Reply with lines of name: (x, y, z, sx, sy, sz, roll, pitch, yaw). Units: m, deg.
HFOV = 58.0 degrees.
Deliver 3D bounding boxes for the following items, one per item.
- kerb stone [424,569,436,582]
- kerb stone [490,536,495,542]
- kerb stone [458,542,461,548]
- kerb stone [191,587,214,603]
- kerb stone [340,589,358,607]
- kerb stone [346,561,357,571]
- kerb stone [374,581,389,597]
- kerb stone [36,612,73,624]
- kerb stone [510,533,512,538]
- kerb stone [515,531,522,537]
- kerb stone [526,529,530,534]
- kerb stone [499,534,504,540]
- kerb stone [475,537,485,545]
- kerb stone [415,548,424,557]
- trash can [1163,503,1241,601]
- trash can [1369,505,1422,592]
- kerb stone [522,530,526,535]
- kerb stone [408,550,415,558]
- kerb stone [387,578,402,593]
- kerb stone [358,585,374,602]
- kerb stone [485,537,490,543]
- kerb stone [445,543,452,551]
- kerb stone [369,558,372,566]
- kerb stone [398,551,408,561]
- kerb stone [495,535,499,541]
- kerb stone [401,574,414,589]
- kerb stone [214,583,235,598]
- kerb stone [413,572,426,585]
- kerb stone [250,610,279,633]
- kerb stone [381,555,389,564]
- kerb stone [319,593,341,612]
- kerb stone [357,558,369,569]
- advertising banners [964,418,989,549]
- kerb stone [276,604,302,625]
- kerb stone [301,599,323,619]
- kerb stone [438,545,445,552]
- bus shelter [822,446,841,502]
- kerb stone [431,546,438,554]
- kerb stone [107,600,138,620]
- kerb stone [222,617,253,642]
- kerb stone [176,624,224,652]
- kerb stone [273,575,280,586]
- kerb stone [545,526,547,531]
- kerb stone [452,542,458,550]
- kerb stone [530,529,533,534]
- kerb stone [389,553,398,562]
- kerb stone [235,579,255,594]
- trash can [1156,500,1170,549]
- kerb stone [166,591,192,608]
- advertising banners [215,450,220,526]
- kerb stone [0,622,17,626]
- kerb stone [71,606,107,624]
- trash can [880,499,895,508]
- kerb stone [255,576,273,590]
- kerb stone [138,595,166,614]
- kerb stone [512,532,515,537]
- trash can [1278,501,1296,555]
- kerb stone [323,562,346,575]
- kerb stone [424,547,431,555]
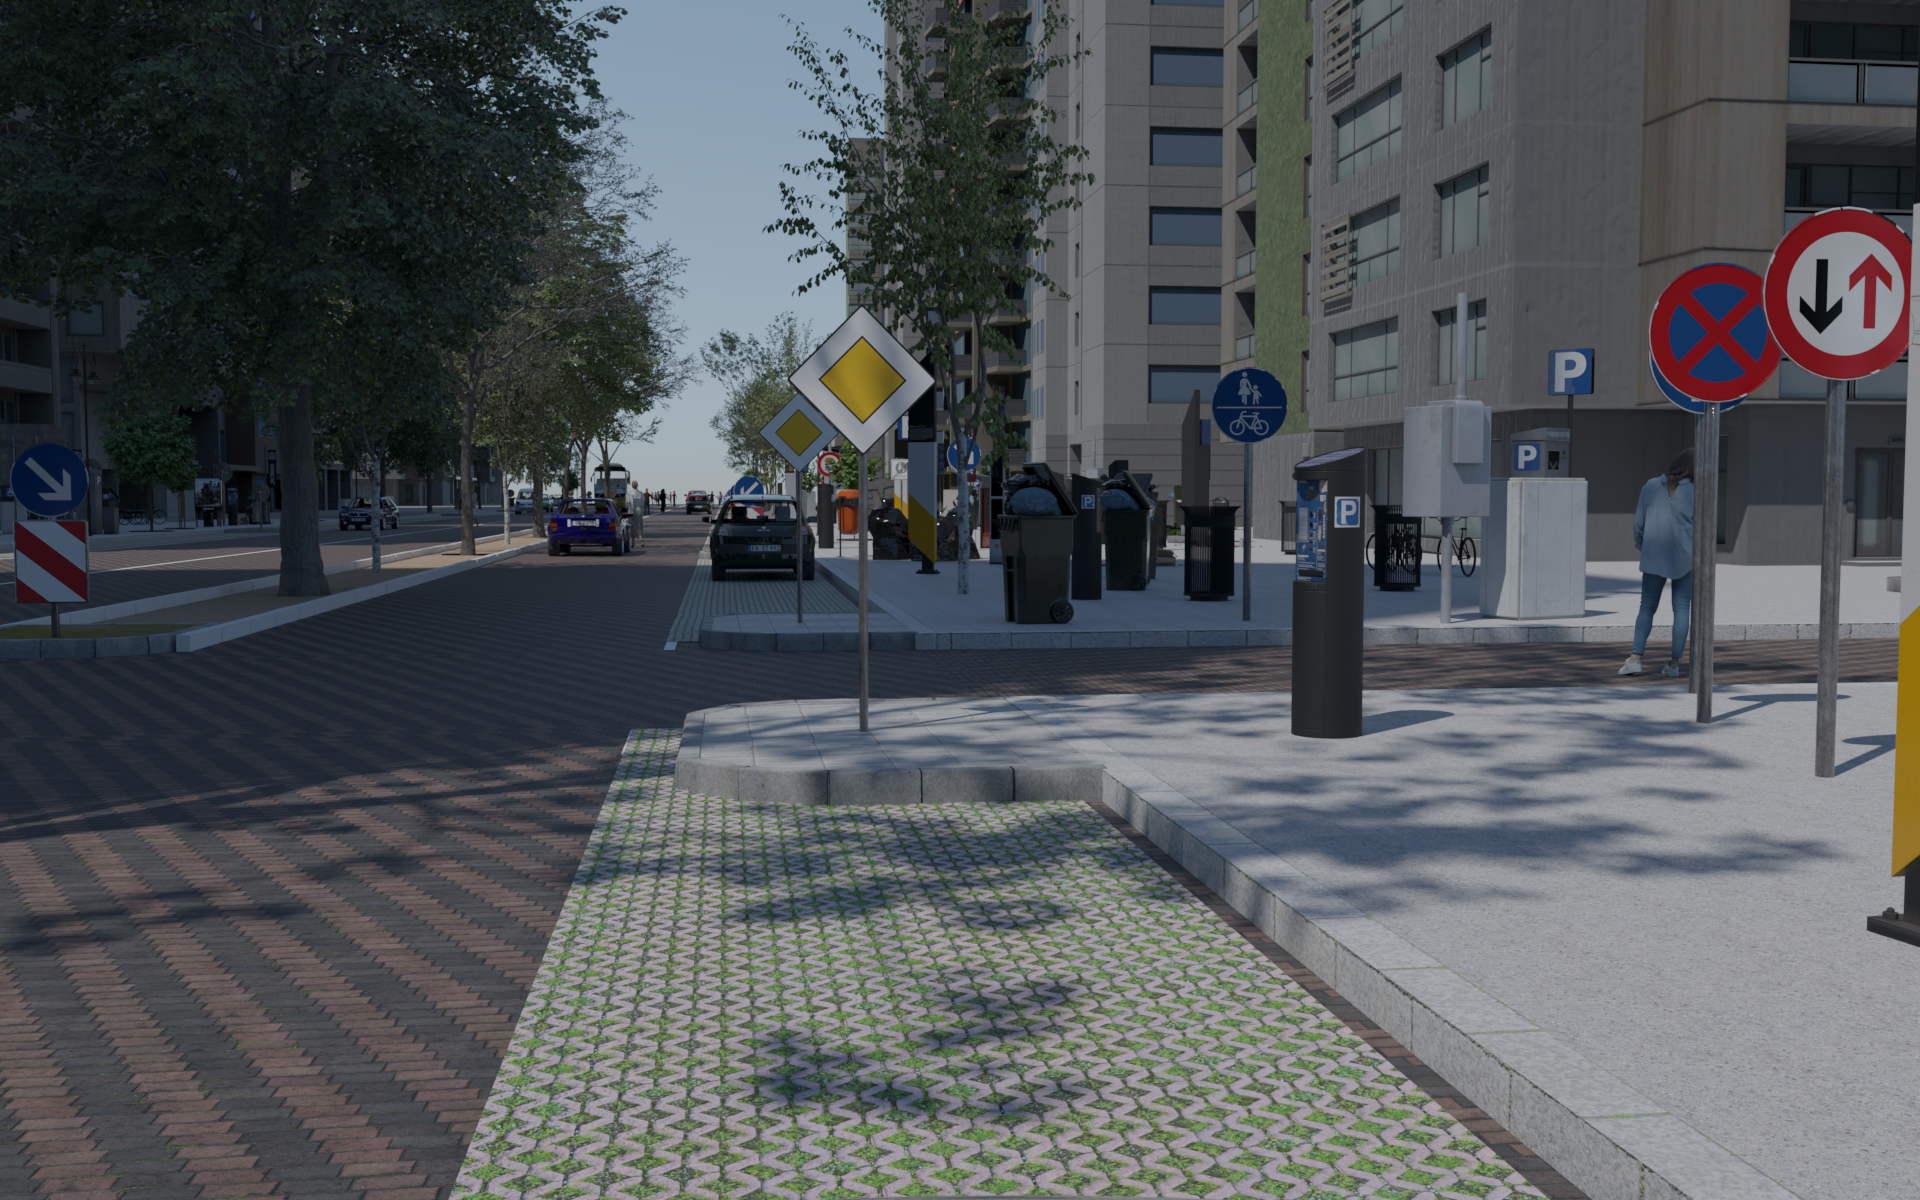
kerb stone: (-8.788, -0.382, 28.440, 0.120, 0.150, 1.000, 0, 4, -8)
kerb stone: (-14.044, -1.793, 51.514, 0.120, 0.150, 1.000, 0, 4, -8)
kerb stone: (-13.206, -1.420, 45.408, 0.120, 0.150, 1.000, 0, 4, -8)
kerb stone: (-10.176, -0.052, 23.072, 0.120, 0.150, 1.000, 0, 4, -8)
kerb stone: (-7.960, -0.008, 22.333, 0.120, 0.150, 1.000, 0, 4, -8)
kerb stone: (-11.423, -0.612, 32.206, 0.120, 0.150, 1.000, 0, 4, -8)
kerb stone: (-8.233, -0.128, 24.374, 0.120, 0.150, 1.000, 0, 4, -8)
kerb stone: (-9.496, 0.260, 17.988, 0.120, 0.150, 1.000, 0, 4, -8)
kerb stone: (-14.591, -2.041, 55.570, 0.120, 0.150, 1.000, 0, 4, -8)
kerb stone: (-15.014, -2.228, 58.620, 0.120, 0.150, 1.000, 0, 4, -8)
kerb stone: (-15.279, -2.352, 60.651, 0.120, 0.150, 1.000, 0, 4, -8)
kerb stone: (-14.314, -1.914, 53.540, 0.120, 0.150, 1.000, 0, 4, -8)
kerb stone: (-13.760, -1.669, 49.477, 0.120, 0.150, 1.000, 0, 4, -8)
kerb stone: (-12.381, -1.042, 39.317, 0.120, 0.150, 1.000, 0, 4, -8)
trash can: (3.007, -0.564, 20.881, 0.748, 1.137, 0.748, 0, 3, 0)
trash can: (5.801, -0.691, 22.951, 0.748, 1.137, 0.748, 0, 3, 0)
kerb stone: (-15.144, -2.285, 59.638, 0.120, 0.150, 1.000, 0, 4, -8)
kerb stone: (-12.251, -0.985, 38.303, 0.120, 0.150, 1.000, 0, 4, -8)
kerb stone: (-8.366, -0.195, 25.387, 0.120, 0.150, 1.000, 0, 4, -8)
kerb stone: (-8.096, -0.071, 23.361, 0.120, 0.150, 1.000, 0, 4, -8)
kerb stone: (-13.898, -1.731, 50.489, 0.120, 0.150, 1.000, 0, 4, -8)
kerb stone: (-12.934, -1.293, 43.373, 0.120, 0.150, 1.000, 0, 4, -8)
kerb stone: (-11.701, -0.733, 34.236, 0.120, 0.150, 1.000, 0, 4, -8)
kerb stone: (-12.098, -0.923, 37.281, 0.120, 0.150, 1.000, 0, 4, -8)
kerb stone: (-14.180, -1.855, 52.527, 0.120, 0.150, 1.000, 0, 4, -8)
kerb stone: (-8.507, -0.257, 26.400, 0.120, 0.150, 1.000, 0, 4, -8)
kerb stone: (-10.322, -0.108, 24.084, 0.120, 0.150, 1.000, 0, 4, -8)
kerb stone: (-8.649, -0.319, 27.421, 0.120, 0.150, 1.000, 0, 4, -8)
kerb stone: (-7.406, 0.243, 18.274, 0.120, 0.150, 1.000, 0, 4, -8)
kerb stone: (-11.833, -0.798, 35.249, 0.120, 0.150, 1.000, 0, 4, -8)
kerb stone: (-7.819, 0.055, 21.320, 0.120, 0.150, 1.000, 0, 4, -8)
kerb stone: (-11.549, -0.674, 33.222, 0.120, 0.150, 1.000, 0, 4, -8)
advertising banners: (0.628, -2.729, 40.812, 0.090, 3.025, 2.074, 2, 4, 31)
kerb stone: (-7.545, 0.178, 19.286, 0.120, 0.150, 1.000, 0, 4, -8)
kerb stone: (-7.677, 0.120, 20.300, 0.120, 0.150, 1.000, 0, 4, -8)
kerb stone: (-12.804, -1.233, 42.360, 0.120, 0.150, 1.000, 0, 4, -8)
bus shelter: (-6.206, -5.844, 86.838, 1.731, 3.624, 6.357, 0, 4, -8)
kerb stone: (-12.658, -1.170, 41.348, 0.120, 0.150, 1.000, 0, 4, -8)
kerb stone: (-9.765, 0.133, 20.018, 0.120, 0.150, 1.000, 0, 4, -8)
kerb stone: (-7.267, 0.304, 17.257, 0.120, 0.150, 1.000, 0, 4, -8)
kerb stone: (-7.132, 0.364, 16.244, 0.120, 0.150, 1.000, 0, 4, -8)
kerb stone: (-10.736, -0.301, 27.122, 0.120, 0.150, 1.000, 0, 4, -8)
kerb stone: (-16.529, -2.904, 69.793, 0.120, 0.150, 1.000, 0, 4, -8)
kerb stone: (-13.074, -1.350, 44.395, 0.120, 0.150, 1.000, 0, 4, -8)
kerb stone: (-15.422, -2.414, 61.662, 0.120, 0.150, 1.000, 0, 4, -8)
kerb stone: (-11.974, -0.853, 36.264, 0.120, 0.150, 1.000, 0, 4, -8)
kerb stone: (-10.459, -0.174, 25.097, 0.120, 0.150, 1.000, 0, 4, -8)
trash can: (4.412, -1.704, 39.514, 0.748, 1.137, 0.748, 0, 3, 0)
kerb stone: (-10.035, 0.009, 22.054, 0.120, 0.150, 1.000, 0, 4, -8)
advertising banners: (-29.623, -4.456, 69.049, 0.090, 3.025, 2.074, -1, 4, -20)
kerb stone: (-9.345, 0.322, 16.974, 0.120, 0.150, 1.000, 0, 4, -8)
kerb stone: (-9.628, 0.195, 19.001, 0.120, 0.150, 1.000, 0, 4, -8)
trash can: (-2.191, -2.666, 55.235, 0.748, 1.137, 0.748, 0, 3, 0)
kerb stone: (-10.591, -0.236, 26.110, 0.120, 0.150, 1.000, 0, 4, -8)
kerb stone: (-9.898, 0.071, 21.037, 0.120, 0.150, 1.000, 0, 4, -8)
kerb stone: (-14.736, -2.104, 56.588, 0.120, 0.150, 1.000, 0, 4, -8)
trash can: (7.103, -1.528, 36.643, 0.748, 1.137, 0.748, 0, 3, 0)
kerb stone: (-11.285, -0.548, 31.192, 0.120, 0.150, 1.000, 0, 4, -8)
kerb stone: (-12.522, -1.109, 40.335, 0.120, 0.150, 1.000, 0, 4, -8)
